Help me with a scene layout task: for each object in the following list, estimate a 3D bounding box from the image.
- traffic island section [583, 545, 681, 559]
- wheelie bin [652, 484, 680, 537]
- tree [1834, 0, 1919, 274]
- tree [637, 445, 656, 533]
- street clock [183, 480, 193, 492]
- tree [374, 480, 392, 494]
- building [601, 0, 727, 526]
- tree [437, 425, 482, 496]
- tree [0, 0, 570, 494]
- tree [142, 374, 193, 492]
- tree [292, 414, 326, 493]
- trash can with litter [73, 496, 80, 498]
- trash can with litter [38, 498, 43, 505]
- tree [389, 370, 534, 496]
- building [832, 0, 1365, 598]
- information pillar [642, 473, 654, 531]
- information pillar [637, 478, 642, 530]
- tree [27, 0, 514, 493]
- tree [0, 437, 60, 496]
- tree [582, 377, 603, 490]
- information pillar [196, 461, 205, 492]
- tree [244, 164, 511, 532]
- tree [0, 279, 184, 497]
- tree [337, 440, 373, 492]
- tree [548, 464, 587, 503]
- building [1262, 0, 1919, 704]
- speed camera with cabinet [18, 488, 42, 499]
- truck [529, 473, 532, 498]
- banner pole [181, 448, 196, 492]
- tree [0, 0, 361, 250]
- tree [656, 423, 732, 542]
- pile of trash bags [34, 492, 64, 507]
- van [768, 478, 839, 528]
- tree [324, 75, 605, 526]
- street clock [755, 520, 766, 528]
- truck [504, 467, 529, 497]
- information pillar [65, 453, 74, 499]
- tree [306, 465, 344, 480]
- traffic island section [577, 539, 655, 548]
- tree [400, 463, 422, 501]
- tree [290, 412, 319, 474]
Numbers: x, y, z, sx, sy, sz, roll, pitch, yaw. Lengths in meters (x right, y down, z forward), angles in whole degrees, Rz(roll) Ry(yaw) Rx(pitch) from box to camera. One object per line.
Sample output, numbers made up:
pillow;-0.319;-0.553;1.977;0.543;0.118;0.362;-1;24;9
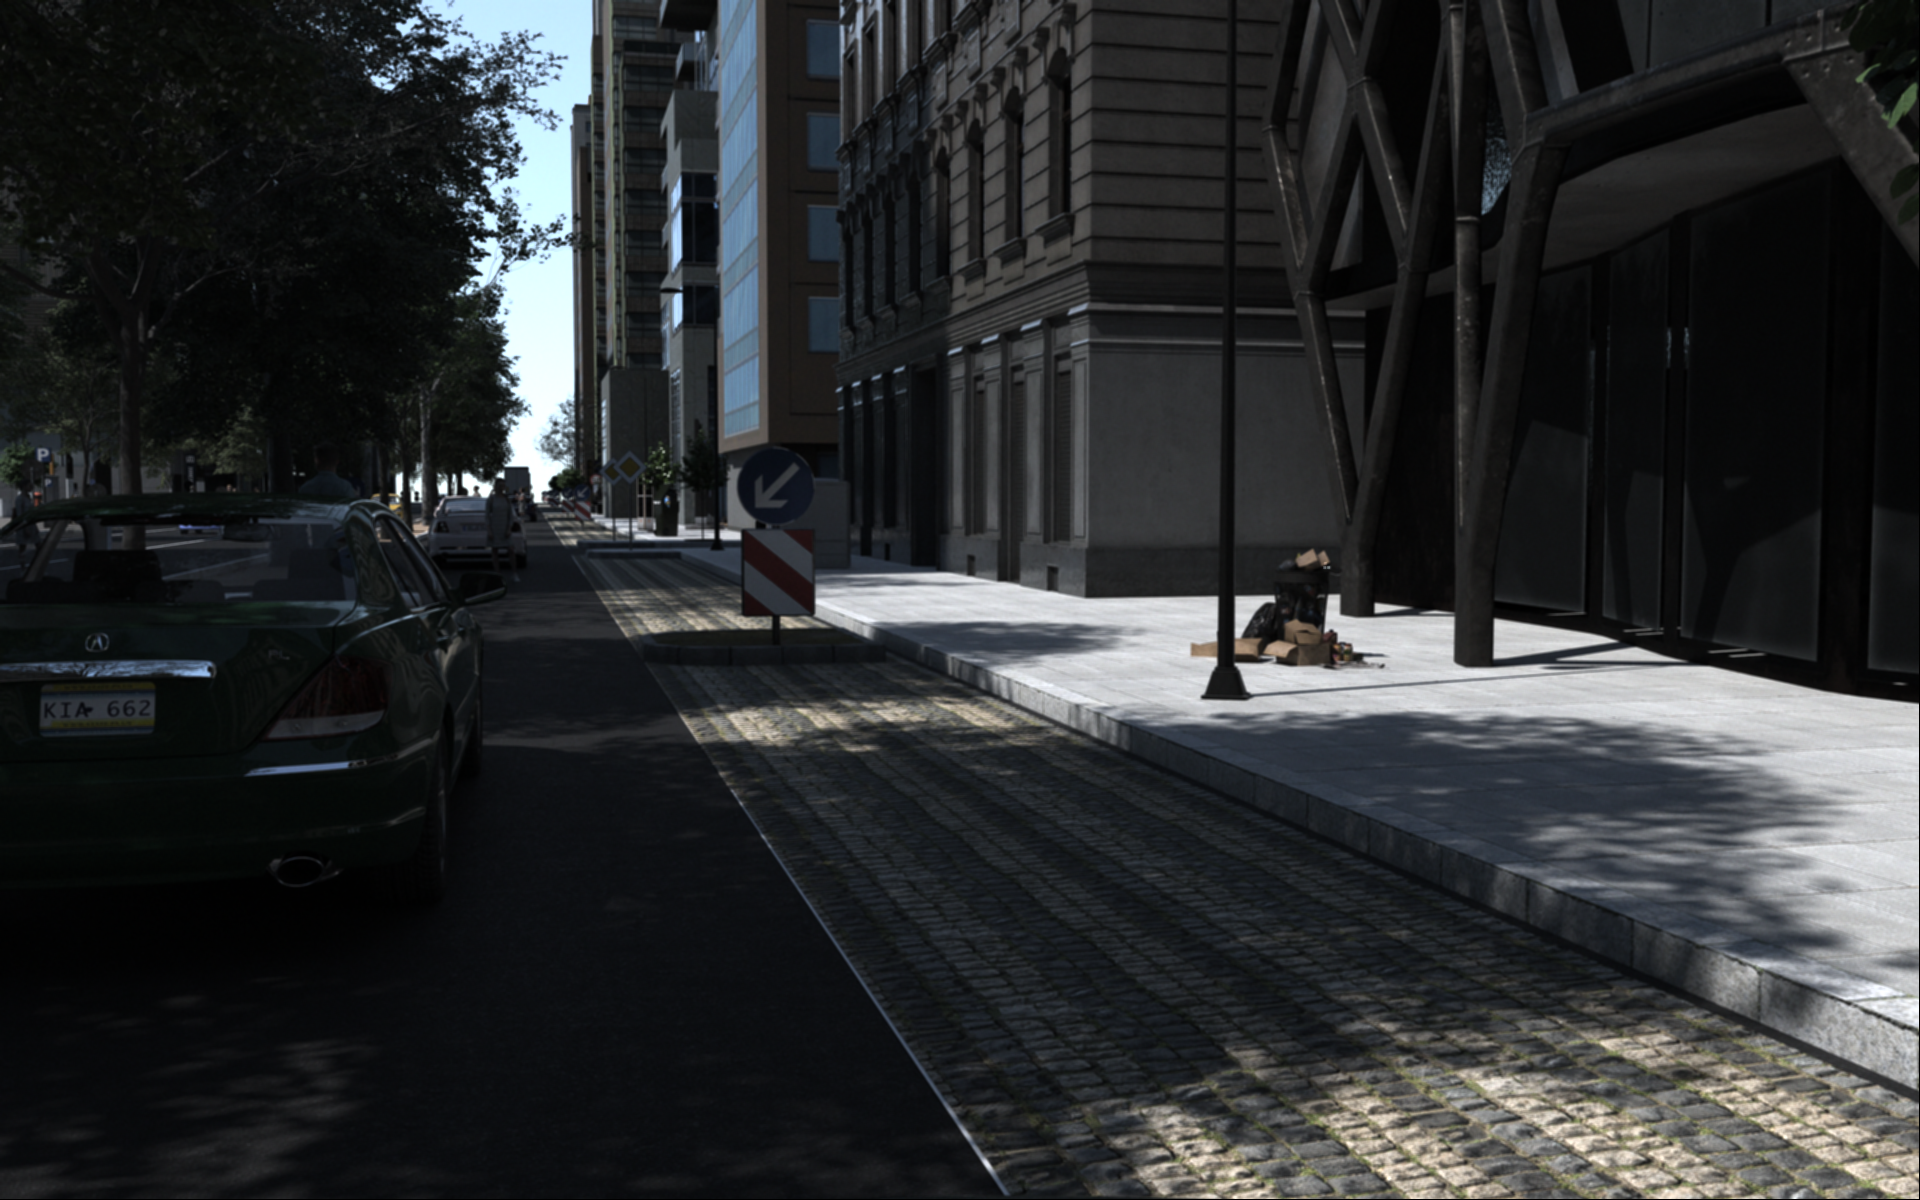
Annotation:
traffic island section;-7.466;-1.047;39.395;2.009;0.180;2.903;-1;4;-14
wheelie bin;-9.170;-2.819;53.994;0.693;1.594;0.980;0;4;-5
tree;3.383;-1.224;3.723;4.285;4.588;4.351;0;3;0
tree;-10.129;-3.883;58.089;1.663;3.219;1.824;0;3;0
street clock;-40.819;-5.324;91.614;0.471;2.002;0.358;-2;4;-30
tree;-73.244;-13.762;219.608;1.663;3.219;1.824;0;3;0
building;-6.017;-47.226;84.821;22.319;86.520;31.000;-1;4;-14
tree;-31.136;-9.377;106.135;4.737;8.622;4.395;0;3;0
tree;-9.958;-6.587;20.520;12.009;13.543;11.850;0;3;0
tree;-46.317;-9.210;100.946;4.737;8.622;4.395;0;3;0
tree;-51.607;-11.328;135.571;4.737;8.622;4.395;0;3;0
trash can with litter;-37.839;-3.865;74.250;2.233;1.210;1.678;3;5;44
trash can with litter;-46.277;-4.633;87.138;1.055;1.170;0.624;1;4;14
tree;-33.039;-11.906;114.125;9.611;12.733;9.660;0;3;0
building;3.939;-11.088;30.435;9.793;20.994;18.267;-1;4;-14
information pillar;-10.940;-3.451;60.922;0.304;2.012;0.304;-1;4;-10
information pillar;-11.225;-3.479;61.367;0.304;2.012;0.304;2;4;25
tree;-13.308;-7.623;33.756;9.857;13.997;8.962;0;3;0
tree;-53.666;-7.087;99.590;4.285;4.588;4.351;0;3;0
tree;-20.531;-9.322;102.784;4.360;8.622;3.978;0;3;0
information pillar;-50.133;-7.525;114.382;0.504;3.616;0.183;-2;4;-29
tree;-18.095;-7.691;53.962;9.928;11.665;9.643;0;3;0
tree;-36.454;-8.437;72.353;7.601;10.594;8.767;0;4;-6
tree;-62.890;-14.047;180.023;4.360;8.622;3.978;0;3;0
tree;-42.265;-12.521;188.424;4.285;4.588;4.351;0;3;0
building;11.831;-8.922;13.324;16.820;18.784;16.811;-1;4;-14
speed camera with cabinet;-59.844;-7.207;112.167;2.038;3.252;0.660;0;4;-4
truck;-58.796;-14.871;232.048;2.839;4.237;11.283;-1;4;-13
banner pole;-41.986;-6.370;94.169;0.863;3.779;0.401;-1;4;-14
tree;-7.617;-5.530;11.002;7.486;12.596;7.792;0;3;0
tree;-7.108;-3.204;46.987;1.663;3.219;1.824;0;3;0
pile of trash bags;-50.541;-5.321;96.744;3.447;1.369;1.912;2;4;23
van;-2.772;-2.246;43.739;4.112;2.044;2.013;-1;4;-15
tree;-22.551;-13.350;76.612;12.611;20.169;13.585;0;3;0
street clock;-4.218;-1.963;36.663;0.471;2.002;0.358;-3;4;-38
truck;-46.718;-11.832;182.364;2.839;4.237;11.283;-1;4;-15
information pillar;-47.962;-6.236;93.310;0.183;3.616;0.504;1;4;10
tree;-58.886;-10.820;160.614;4.285;4.588;4.351;0;3;0
traffic island section;-9.392;-1.521;47.145;2.009;0.180;2.903;-1;4;-14
tree;-84.597;-19.380;267.220;4.360;8.622;3.978;0;3;0
tree;-50.622;-11.035;130.780;4.360;8.622;3.978;0;3;0
